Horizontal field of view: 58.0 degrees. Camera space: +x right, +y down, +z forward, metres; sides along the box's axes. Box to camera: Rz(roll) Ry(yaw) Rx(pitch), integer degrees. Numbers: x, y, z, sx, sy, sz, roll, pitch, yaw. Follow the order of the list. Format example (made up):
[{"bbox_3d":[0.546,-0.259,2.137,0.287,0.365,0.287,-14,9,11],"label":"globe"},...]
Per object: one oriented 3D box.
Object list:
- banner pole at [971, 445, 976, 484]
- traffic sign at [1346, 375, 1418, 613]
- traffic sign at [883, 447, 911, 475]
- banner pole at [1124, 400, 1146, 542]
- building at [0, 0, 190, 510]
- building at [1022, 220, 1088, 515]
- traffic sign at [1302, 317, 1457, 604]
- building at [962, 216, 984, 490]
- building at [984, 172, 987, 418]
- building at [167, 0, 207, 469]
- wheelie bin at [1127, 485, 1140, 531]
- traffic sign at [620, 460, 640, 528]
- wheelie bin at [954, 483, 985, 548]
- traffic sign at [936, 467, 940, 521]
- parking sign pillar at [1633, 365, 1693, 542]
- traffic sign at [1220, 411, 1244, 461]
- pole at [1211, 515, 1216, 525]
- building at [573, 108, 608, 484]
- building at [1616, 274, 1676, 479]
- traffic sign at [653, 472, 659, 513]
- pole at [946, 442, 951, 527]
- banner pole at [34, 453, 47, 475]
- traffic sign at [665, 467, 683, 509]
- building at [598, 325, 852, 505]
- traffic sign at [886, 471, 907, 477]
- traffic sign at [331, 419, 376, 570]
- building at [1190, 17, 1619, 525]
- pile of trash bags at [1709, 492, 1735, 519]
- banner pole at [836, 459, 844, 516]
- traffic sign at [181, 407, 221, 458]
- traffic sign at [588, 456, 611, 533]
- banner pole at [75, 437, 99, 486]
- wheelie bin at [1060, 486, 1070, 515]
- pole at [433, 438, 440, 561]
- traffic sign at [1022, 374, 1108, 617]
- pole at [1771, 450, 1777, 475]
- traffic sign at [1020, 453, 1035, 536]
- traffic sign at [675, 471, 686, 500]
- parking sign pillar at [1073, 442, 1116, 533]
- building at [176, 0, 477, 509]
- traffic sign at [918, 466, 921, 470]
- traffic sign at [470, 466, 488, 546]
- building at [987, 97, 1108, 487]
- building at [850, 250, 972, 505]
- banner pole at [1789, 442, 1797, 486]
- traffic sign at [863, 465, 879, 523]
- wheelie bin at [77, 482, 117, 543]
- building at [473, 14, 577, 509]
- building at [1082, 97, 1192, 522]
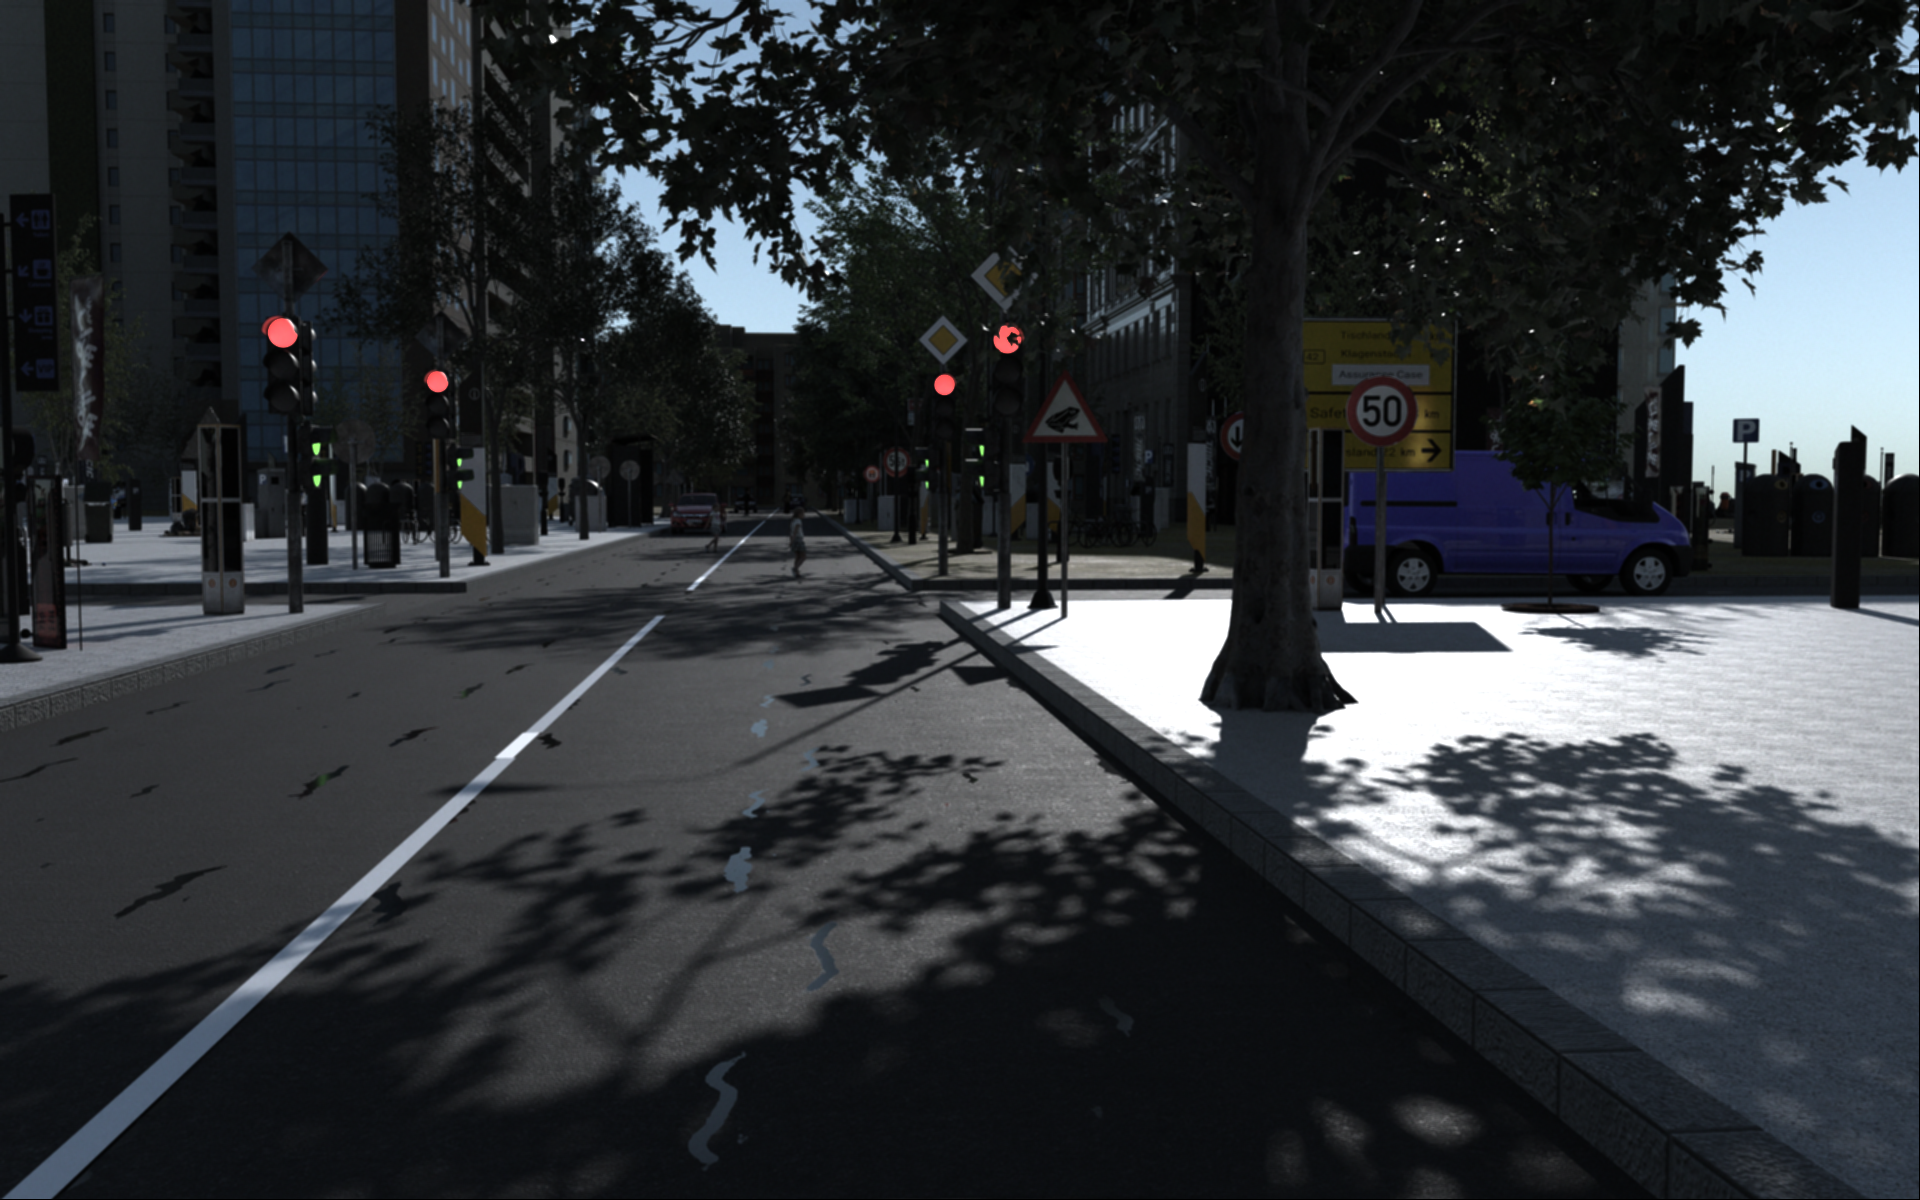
[{"bbox_3d":[0.516,-4.892,70.000,0.401,3.779,0.863,-1,4,-19],"label":"banner pole"},{"bbox_3d":[4.516,-1.133,18.629,0.768,2.556,0.104,0,4,2],"label":"traffic sign"},{"bbox_3d":[-1.711,-2.870,47.034,0.768,2.556,0.104,0,4,-1],"label":"traffic sign"},{"bbox_3d":[4.673,-3.437,46.204,0.401,3.779,0.863,-3,4,-37],"label":"banner pole"},{"bbox_3d":[-70.932,-37.019,147.256,28.212,58.520,21.231,0,4,-5],"label":"building"},{"bbox_3d":[19.291,-17.029,123.456,27.650,21.520,28.899,0,4,-5],"label":"building"},{"bbox_3d":[4.601,-1.601,20.046,2.265,3.308,0.079,0,4,-3],"label":"traffic sign"},{"bbox_3d":[12.021,-32.171,217.872,23.993,40.220,32.217,0,4,-5],"label":"building"},{"bbox_3d":[8.964,-29.042,158.424,14.154,41.232,14.086,0,4,-5],"label":"building"},{"bbox_3d":[-43.200,-30.612,124.200,21.300,48.544,21.600,0,4,-5],"label":"building"},{"bbox_3d":[6.116,-3.091,58.445,0.980,1.594,0.693,-3,4,-36],"label":"wheelie bin"},{"bbox_3d":[-12.400,-3.970,65.021,0.768,2.556,0.104,0,4,3],"label":"traffic sign"},{"bbox_3d":[0.206,-2.029,41.086,0.693,1.594,0.980,-1,4,-9],"label":"wheelie bin"},{"bbox_3d":[-1.032,-5.027,82.188,0.884,2.594,0.081,0,4,1],"label":"traffic sign"},{"bbox_3d":[14.964,-2.961,36.879,1.447,3.967,1.447,-1,4,-19],"label":"parking sign pillar"},{"bbox_3d":[4.385,-1.632,26.787,0.768,2.556,0.104,0,4,-5],"label":"traffic sign"},{"bbox_3d":[10.678,-4.840,72.975,0.158,3.312,0.155,0,3,0],"label":"pole"},{"bbox_3d":[-57.448,-35.884,206.309,30.456,49.044,23.786,0,4,-5],"label":"building"},{"bbox_3d":[48.018,-32.881,157.218,30.456,49.044,23.786,0,4,-5],"label":"building"},{"bbox_3d":[-17.451,-6.008,98.338,0.768,2.556,0.104,0,4,-2],"label":"traffic sign"},{"bbox_3d":[-0.444,-4.549,68.227,0.158,3.312,0.155,0,3,0],"label":"pole"},{"bbox_3d":[-52.200,-6.618,98.225,0.863,3.779,0.401,-1,4,-17],"label":"banner pole"},{"bbox_3d":[-13.902,-5.147,84.164,0.884,2.594,0.081,0,4,-5],"label":"traffic sign"},{"bbox_3d":[-28.139,-22.469,212.411,28.899,21.520,27.650,0,4,-5],"label":"building"},{"bbox_3d":[-1.908,-3.204,52.484,0.768,2.556,0.104,0,4,1],"label":"traffic sign"},{"bbox_3d":[-10.275,-1.788,29.343,0.768,2.556,0.104,0,4,1],"label":"traffic sign"},{"bbox_3d":[17.242,-14.723,70.403,12.332,23.373,15.834,0,4,-5],"label":"building"},{"bbox_3d":[40.429,-5.035,92.079,1.912,1.369,3.447,1,4,14],"label":"pile of trash bags"},{"bbox_3d":[-6.862,-6.718,99.862,0.401,3.779,0.863,3,4,38],"label":"banner pole"},{"bbox_3d":[-11.205,-1.585,25.916,0.884,2.594,0.081,0,4,-3],"label":"traffic sign"},{"bbox_3d":[-11.948,-3.503,57.381,0.768,2.556,0.104,0,4,4],"label":"traffic sign"},{"bbox_3d":[-28.390,-4.069,56.538,0.863,3.779,0.401,0,4,3],"label":"banner pole"},{"bbox_3d":[3.948,-3.739,69.040,0.980,1.594,0.693,2,4,34],"label":"wheelie bin"},{"bbox_3d":[-9.983,-2.405,33.172,0.158,3.312,0.155,0,3,0],"label":"pole"},{"bbox_3d":[1.084,-1.097,17.948,0.884,2.594,0.081,0,4,2],"label":"traffic sign"},{"bbox_3d":[37.400,-5.247,79.633,0.158,3.312,0.155,0,3,0],"label":"pole"},{"bbox_3d":[1.891,-3.230,52.924,0.768,2.556,0.104,0,4,-5],"label":"traffic sign"},{"bbox_3d":[-13.909,-5.156,85.489,0.795,2.450,0.064,0,4,-1],"label":"traffic sign"},{"bbox_3d":[4.433,-4.183,56.870,1.447,3.967,1.447,1,4,13],"label":"parking sign pillar"},{"bbox_3d":[-38.145,-27.908,106.411,14.600,45.320,14.200,0,4,-5],"label":"building"},{"bbox_3d":[-1.523,-4.643,76.017,0.768,2.556,0.104,0,4,-5],"label":"traffic sign"},{"bbox_3d":[-12.008,-2.597,42.470,0.884,2.594,0.081,0,4,-4],"label":"traffic sign"},{"bbox_3d":[9.913,-30.215,144.124,14.600,45.320,14.200,0,4,-5],"label":"building"},{"bbox_3d":[-6.057,-26.631,207.118,14.107,30.474,14.160,0,4,-5],"label":"building"},{"bbox_3d":[40.053,-5.708,83.344,0.401,3.779,0.863,0,4,3],"label":"banner pole"},{"bbox_3d":[-3.901,-4.698,76.914,0.768,2.556,0.104,0,3,0],"label":"traffic sign"},{"bbox_3d":[-22.735,-2.311,45.687,0.980,1.594,0.693,-1,4,-16],"label":"wheelie bin"},{"bbox_3d":[-45.383,-32.179,149.825,21.600,48.544,21.300,0,4,-5],"label":"building"},{"bbox_3d":[14.250,-17.936,90.520,12.463,27.353,25.104,0,4,-5],"label":"building"}]
